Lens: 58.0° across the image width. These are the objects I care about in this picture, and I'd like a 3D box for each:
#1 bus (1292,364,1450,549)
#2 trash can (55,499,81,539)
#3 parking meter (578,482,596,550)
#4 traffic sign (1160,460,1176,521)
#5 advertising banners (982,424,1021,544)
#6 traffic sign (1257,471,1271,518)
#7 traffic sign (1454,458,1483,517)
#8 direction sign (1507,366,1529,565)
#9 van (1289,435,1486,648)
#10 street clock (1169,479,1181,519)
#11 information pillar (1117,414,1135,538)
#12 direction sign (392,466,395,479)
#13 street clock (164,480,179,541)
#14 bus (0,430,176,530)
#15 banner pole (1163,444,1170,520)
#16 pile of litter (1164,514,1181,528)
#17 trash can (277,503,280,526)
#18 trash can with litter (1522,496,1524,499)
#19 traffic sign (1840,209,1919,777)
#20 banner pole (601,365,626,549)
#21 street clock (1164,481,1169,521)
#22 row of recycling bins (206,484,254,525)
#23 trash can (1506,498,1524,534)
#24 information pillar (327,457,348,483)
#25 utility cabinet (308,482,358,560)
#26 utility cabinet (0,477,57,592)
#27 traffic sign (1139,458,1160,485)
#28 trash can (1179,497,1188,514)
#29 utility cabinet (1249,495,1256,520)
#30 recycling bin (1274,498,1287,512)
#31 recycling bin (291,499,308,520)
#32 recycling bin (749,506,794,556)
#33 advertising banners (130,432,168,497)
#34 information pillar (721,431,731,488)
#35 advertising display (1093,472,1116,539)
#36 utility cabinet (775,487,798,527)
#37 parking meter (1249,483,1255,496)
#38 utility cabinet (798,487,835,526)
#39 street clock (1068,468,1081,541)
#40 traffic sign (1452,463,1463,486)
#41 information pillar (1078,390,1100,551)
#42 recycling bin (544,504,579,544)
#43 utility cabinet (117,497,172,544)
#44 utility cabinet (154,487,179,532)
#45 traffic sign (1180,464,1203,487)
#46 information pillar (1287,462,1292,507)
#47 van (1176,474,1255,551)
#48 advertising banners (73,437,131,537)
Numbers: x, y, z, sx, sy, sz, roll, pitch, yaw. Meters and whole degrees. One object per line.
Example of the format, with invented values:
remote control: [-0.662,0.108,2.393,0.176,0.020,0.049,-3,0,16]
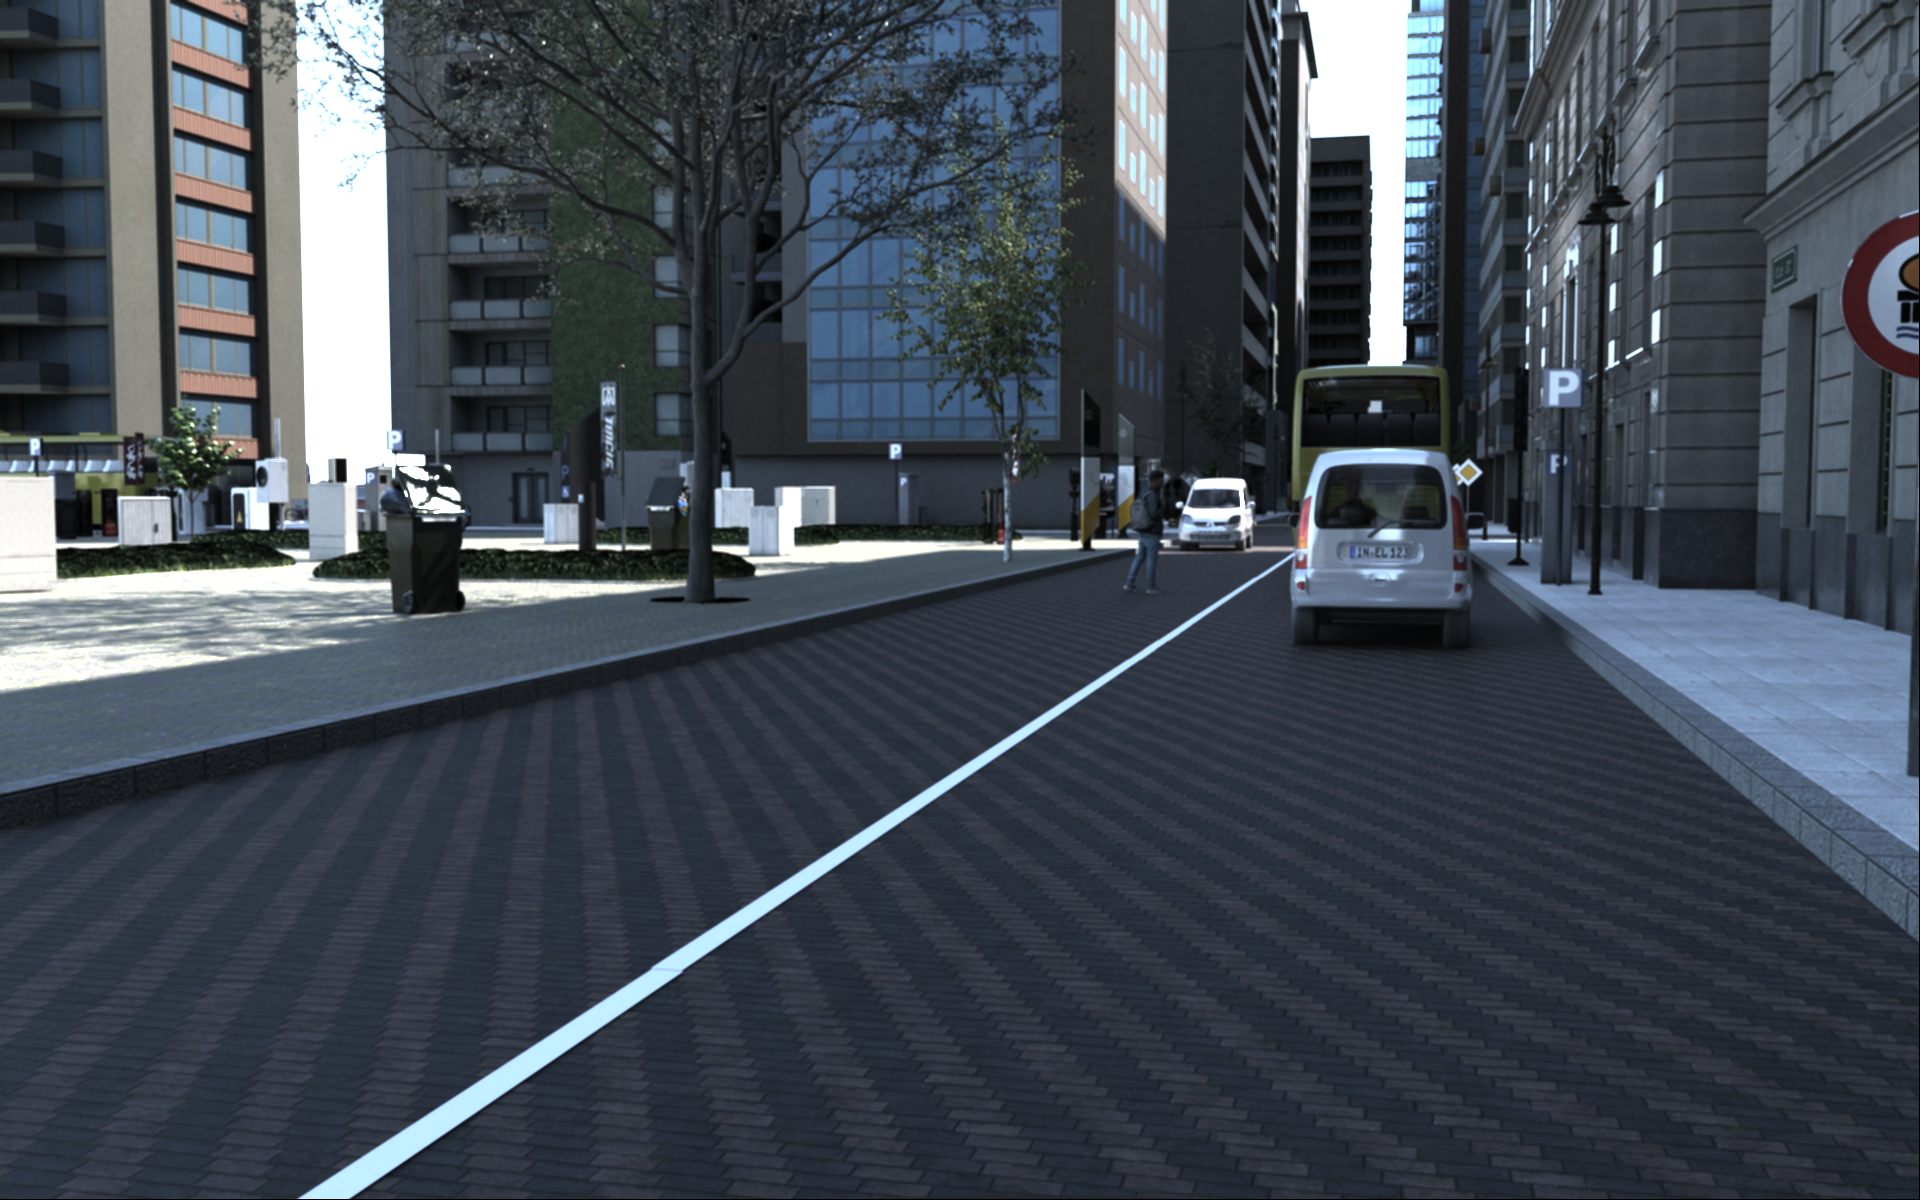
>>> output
bus: [8.194,-2.617,34.332,2.896,3.916,12.252,1,4,14]
trash can: [-25.405,-2.300,49.262,0.748,1.137,0.748,0,3,0]
parking meter: [-8.056,-1.775,37.432,0.372,1.533,0.369,0,3,0]
traffic sign: [5.905,-2.875,50.650,0.795,2.450,0.064,1,4,14]
advertising banners: [1.056,-2.937,44.213,0.090,3.025,2.074,-2,4,-26]
traffic sign: [16.608,-5.789,94.755,0.768,2.556,0.104,1,4,21]
traffic sign: [14.249,-2.749,48.592,0.795,2.450,0.064,1,4,14]
direction sign: [10.084,-2.396,31.172,0.379,3.537,0.876,2,4,32]
van: [4.331,-0.652,17.677,2.013,2.044,4.112,1,4,15]
street clock: [10.413,-4.796,82.982,0.471,2.002,0.358,1,4,12]
information pillar: [4.841,-3.617,50.489,0.504,3.616,0.183,1,4,21]
direction sign: [-45.326,-8.981,138.836,0.876,3.537,0.379,-1,4,-16]
street clock: [-21.330,-2.588,46.884,0.358,2.002,0.471,-2,4,-27]
bus: [-35.129,-4.475,64.716,12.252,3.916,2.896,1,4,14]
banner pole: [10.278,-5.872,86.024,0.401,3.779,0.863,0,4,0]
pile of litter: [8.497,-3.204,66.356,1.719,0.858,1.176,-1,4,-13]
trash can: [-27.885,-3.584,70.245,0.748,1.137,0.748,0,3,0]
trash can with litter: [29.944,-4.921,91.518,2.233,1.210,1.678,-1,4,-21]
traffic sign: [4.356,-0.471,7.806,0.768,2.556,0.104,1,4,18]
banner pole: [-6.718,-2.673,33.718,0.863,3.779,0.401,3,4,39]
street clock: [9.982,-4.817,83.323,0.358,2.002,0.471,0,4,6]
row of recycling bins: [-30.302,-3.926,71.300,3.534,1.692,1.069,0,4,4]
trash can: [18.155,-2.735,56.365,0.748,1.137,0.748,0,3,0]
information pillar: [-12.412,-1.841,34.584,0.304,2.012,0.304,3,5,44]
utility cabinet: [-12.057,-1.508,33.329,1.173,1.500,0.318,3,4,37]
utility cabinet: [-12.384,-0.842,22.441,0.318,1.500,1.173,2,4,35]
traffic sign: [5.376,-2.884,49.288,0.606,2.300,0.079,1,4,20]
trash can: [11.144,-4.508,85.363,0.748,1.137,0.748,0,3,0]
utility cabinet: [14.386,-4.529,85.203,0.306,1.237,1.020,1,4,11]
recycling bin: [23.394,-6.956,126.290,0.722,1.027,0.722,2,4,35]
recycling bin: [-32.881,-4.523,86.498,0.722,1.027,0.722,1,4,16]
recycling bin: [-3.925,-1.436,36.038,0.722,1.027,0.722,1,4,22]
advertising banners: [-23.394,-3.303,50.186,0.090,3.025,2.074,0,4,-1]
information pillar: [-8.630,-4.440,63.941,0.504,3.616,0.183,3,5,44]
advertising display: [4.024,-2.729,49.831,0.974,1.923,0.123,-2,4,-24]
utility cabinet: [-5.292,-2.744,53.545,0.318,1.500,1.173,2,4,27]
parking meter: [15.395,-5.235,91.297,0.255,1.863,0.399,2,4,26]
utility cabinet: [-4.284,-2.660,52.170,1.173,1.500,0.318,3,5,40]
street clock: [3.130,-2.614,47.307,0.358,2.002,0.471,0,4,-5]
traffic sign: [16.149,-3.224,56.349,0.795,2.450,0.064,1,4,14]
information pillar: [2.932,-2.916,39.025,0.504,3.616,0.183,-2,4,-33]
recycling bin: [-10.250,-1.960,44.593,0.722,1.027,0.722,-3,4,-36]
utility cabinet: [-17.686,-1.616,37.588,1.020,1.237,0.306,-3,5,-43]
utility cabinet: [-25.834,-2.955,56.991,1.173,1.500,0.318,-1,4,-11]
traffic sign: [7.806,-3.350,58.407,0.795,2.450,0.064,1,4,14]
information pillar: [23.388,-8.027,122.603,0.183,3.616,0.504,-3,4,-38]
van: [6.658,-2.315,44.855,2.013,2.044,4.112,1,4,13]
advertising banners: [-25.795,-3.440,52.427,0.090,3.025,2.074,3,4,38]
